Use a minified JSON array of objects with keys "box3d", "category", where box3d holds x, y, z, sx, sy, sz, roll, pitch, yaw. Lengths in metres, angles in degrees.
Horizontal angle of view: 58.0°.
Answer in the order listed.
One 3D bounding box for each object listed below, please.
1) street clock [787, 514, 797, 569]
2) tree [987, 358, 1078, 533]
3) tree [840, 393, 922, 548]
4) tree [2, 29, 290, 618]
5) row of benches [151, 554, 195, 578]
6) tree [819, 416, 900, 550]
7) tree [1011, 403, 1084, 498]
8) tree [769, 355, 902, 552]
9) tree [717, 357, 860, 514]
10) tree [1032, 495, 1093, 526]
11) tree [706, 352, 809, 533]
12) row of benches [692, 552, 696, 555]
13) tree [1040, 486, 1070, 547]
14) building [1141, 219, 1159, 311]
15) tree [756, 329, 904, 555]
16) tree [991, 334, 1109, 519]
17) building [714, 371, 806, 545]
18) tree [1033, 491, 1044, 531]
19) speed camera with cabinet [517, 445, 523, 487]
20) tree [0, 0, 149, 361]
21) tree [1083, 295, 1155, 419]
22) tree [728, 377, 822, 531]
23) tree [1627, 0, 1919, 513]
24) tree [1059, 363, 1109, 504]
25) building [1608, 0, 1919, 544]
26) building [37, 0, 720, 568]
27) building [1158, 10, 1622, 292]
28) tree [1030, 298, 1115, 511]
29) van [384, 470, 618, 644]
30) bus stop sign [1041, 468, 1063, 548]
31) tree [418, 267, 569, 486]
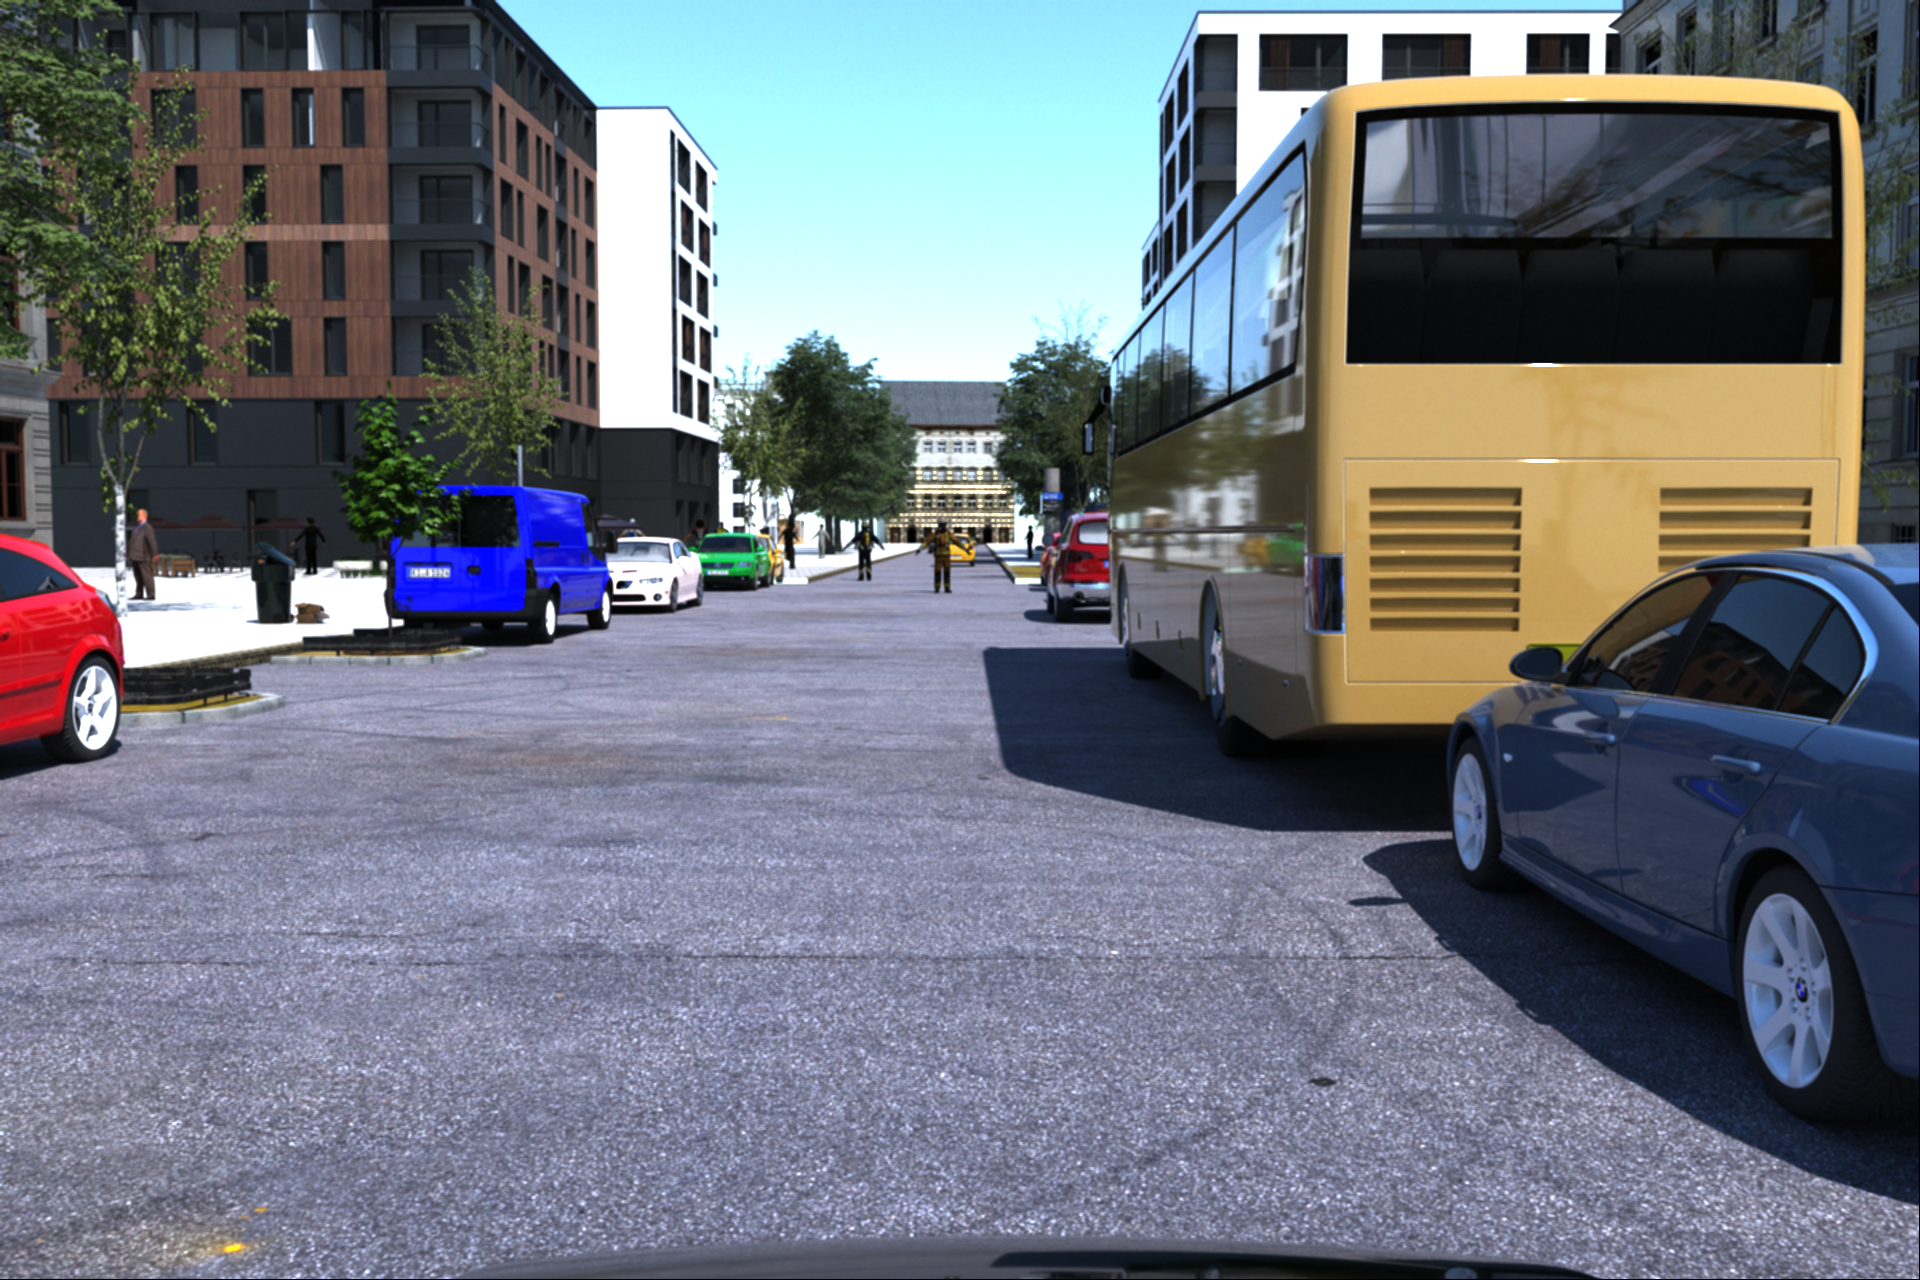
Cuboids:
[{"box3d":[-6.178,-3.617,63.705,0.358,2.002,0.471,0,4,1],"category":"street clock"},{"box3d":[6.975,-12.858,120.591,12.009,13.543,11.850,0,3,0],"category":"tree"},{"box3d":[-8.172,-15.289,156.625,9.857,13.997,8.962,0,3,0],"category":"tree"},{"box3d":[-12.683,-4.655,26.464,4.737,8.622,4.395,0,3,0],"category":"tree"},{"box3d":[-23.977,-2.265,52.503,1.422,0.672,4.104,-2,4,-35],"category":"row of benches"},{"box3d":[-8.450,-13.477,138.482,7.486,12.596,7.792,0,3,0],"category":"tree"},{"box3d":[7.067,-12.583,131.488,9.928,11.665,9.643,0,3,0],"category":"tree"},{"box3d":[-8.496,-13.102,120.876,9.857,13.997,8.962,0,3,0],"category":"tree"},{"box3d":[-9.156,-9.656,92.286,8.767,10.594,7.601,1,4,10],"category":"tree"},{"box3d":[14.137,-20.707,245.206,9.857,13.997,8.962,0,3,0],"category":"tree"},{"box3d":[-8.469,-7.398,71.320,4.737,8.622,4.395,0,3,0],"category":"tree"},{"box3d":[-8.534,-2.808,61.374,4.104,0.672,1.422,-3,5,-41],"category":"row of benches"},{"box3d":[7.142,-12.369,152.601,4.360,8.622,3.978,0,3,0],"category":"tree"},{"box3d":[26.942,-17.284,126.566,27.936,21.610,32.646,0,4,1],"category":"building"},{"box3d":[-8.096,-12.263,107.162,9.857,13.997,8.962,0,3,0],"category":"tree"},{"box3d":[6.548,-12.385,109.149,9.857,13.997,8.962,0,3,0],"category":"tree"},{"box3d":[-24.396,-21.142,202.084,16.016,20.090,11.380,0,4,2],"category":"building"},{"box3d":[7.320,-11.592,139.898,4.737,8.622,4.395,0,3,0],"category":"tree"},{"box3d":[-10.013,-2.757,39.421,0.660,3.252,2.038,0,4,0],"category":"speed camera with cabinet"},{"box3d":[-12.333,-6.069,17.363,7.486,12.596,7.792,0,3,0],"category":"tree"},{"box3d":[8.627,-7.817,62.223,8.767,10.594,7.601,0,4,3],"category":"tree"},{"box3d":[-9.321,-8.023,81.537,4.360,8.622,3.978,0,3,0],"category":"tree"},{"box3d":[9.508,-4.289,20.489,4.360,8.622,3.978,0,3,0],"category":"tree"},{"box3d":[6.360,-7.663,75.657,4.737,8.622,4.395,0,3,0],"category":"tree"},{"box3d":[28.118,-12.802,41.334,16.112,23.069,30.059,0,4,1],"category":"building"},{"box3d":[-27.912,-14.521,81.391,27.936,21.610,32.646,0,4,2],"category":"building"},{"box3d":[23.300,-14.698,84.286,27.936,21.610,32.646,0,4,0],"category":"building"},{"box3d":[3.846,-6.366,54.452,4.360,8.622,3.978,0,3,0],"category":"tree"},{"box3d":[-6.245,-1.215,24.250,2.240,2.365,5.245,0,4,0],"category":"van"},{"box3d":[3.674,-4.909,69.273,0.837,3.901,0.837,0,4,-1],"category":"bus stop sign"},{"box3d":[-12.602,-5.943,47.534,4.737,8.622,4.395,0,3,0],"category":"tree"}]
